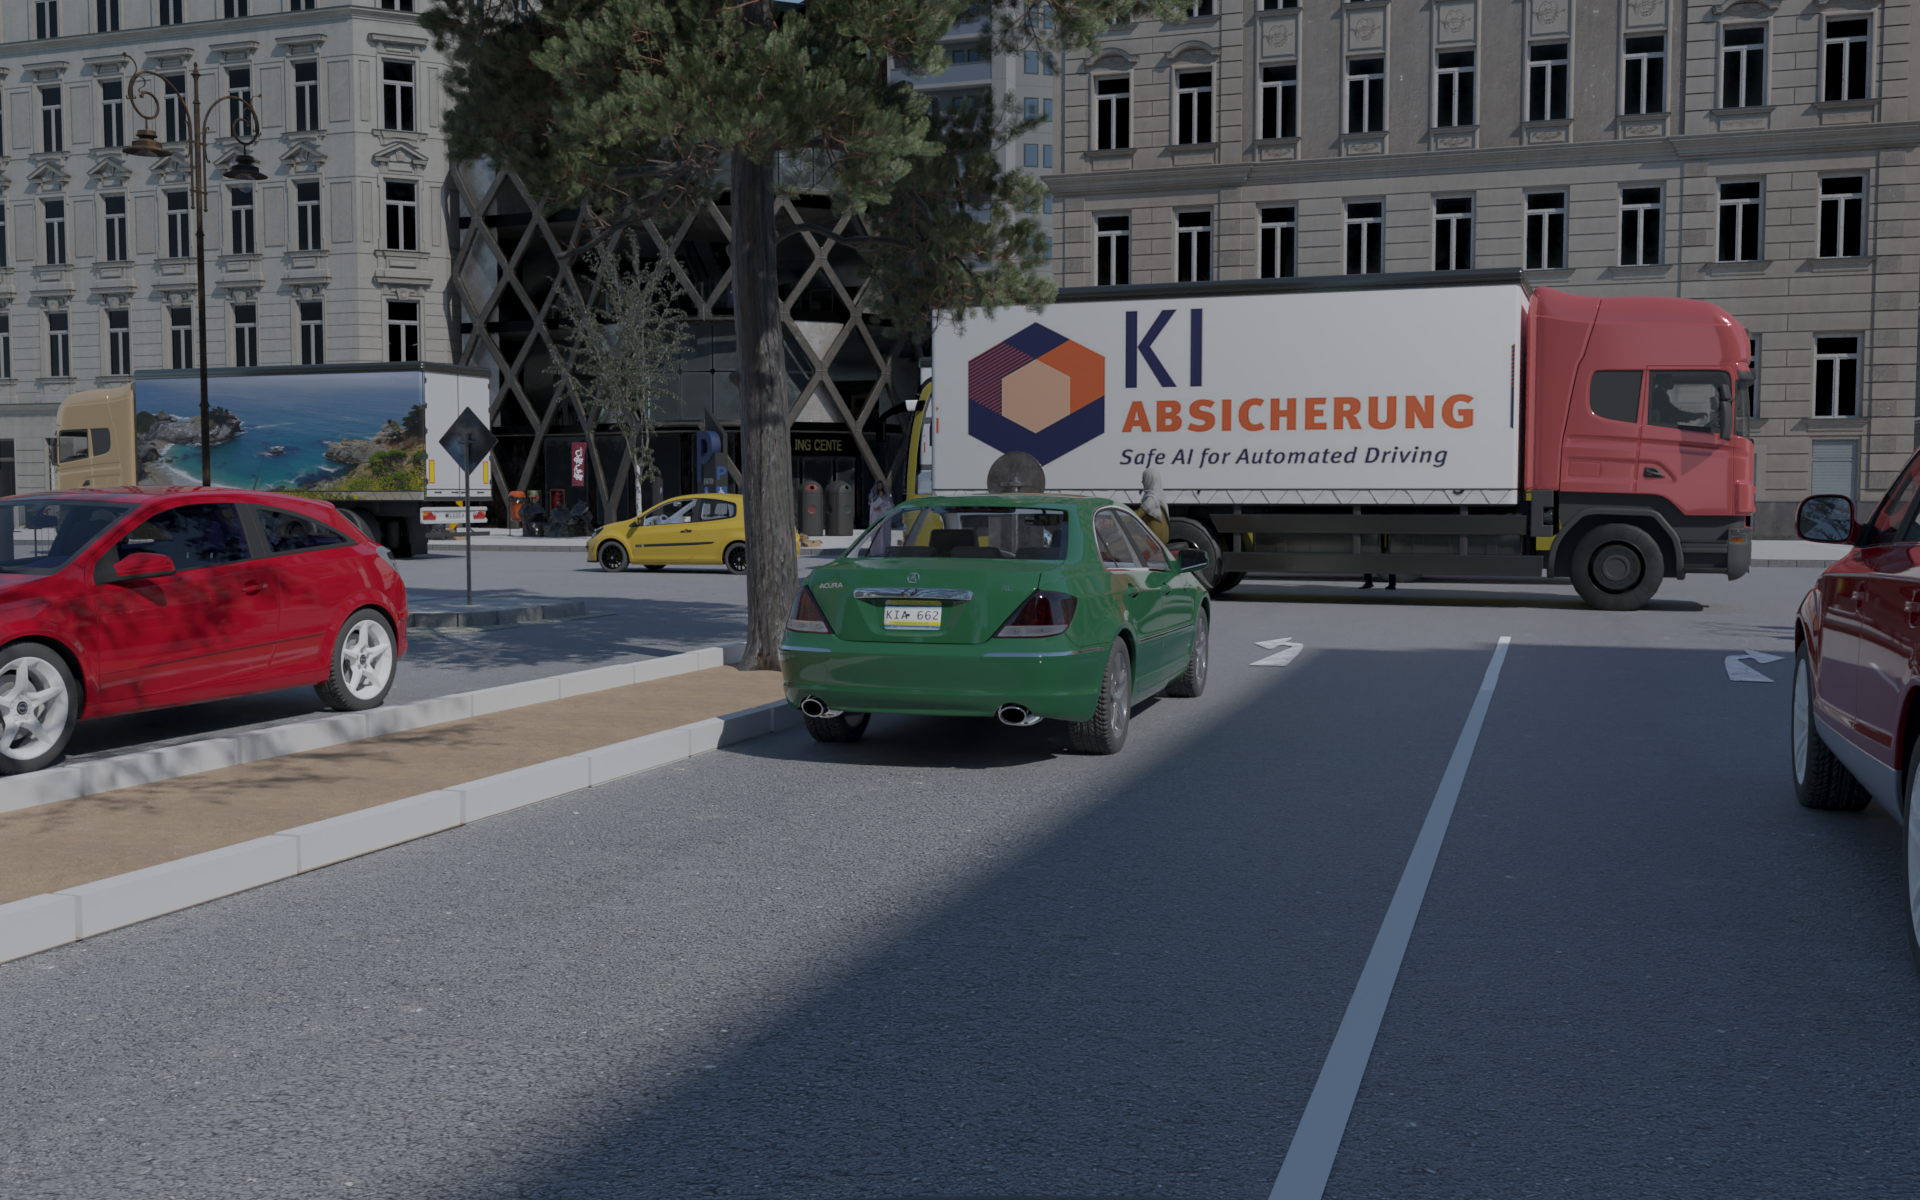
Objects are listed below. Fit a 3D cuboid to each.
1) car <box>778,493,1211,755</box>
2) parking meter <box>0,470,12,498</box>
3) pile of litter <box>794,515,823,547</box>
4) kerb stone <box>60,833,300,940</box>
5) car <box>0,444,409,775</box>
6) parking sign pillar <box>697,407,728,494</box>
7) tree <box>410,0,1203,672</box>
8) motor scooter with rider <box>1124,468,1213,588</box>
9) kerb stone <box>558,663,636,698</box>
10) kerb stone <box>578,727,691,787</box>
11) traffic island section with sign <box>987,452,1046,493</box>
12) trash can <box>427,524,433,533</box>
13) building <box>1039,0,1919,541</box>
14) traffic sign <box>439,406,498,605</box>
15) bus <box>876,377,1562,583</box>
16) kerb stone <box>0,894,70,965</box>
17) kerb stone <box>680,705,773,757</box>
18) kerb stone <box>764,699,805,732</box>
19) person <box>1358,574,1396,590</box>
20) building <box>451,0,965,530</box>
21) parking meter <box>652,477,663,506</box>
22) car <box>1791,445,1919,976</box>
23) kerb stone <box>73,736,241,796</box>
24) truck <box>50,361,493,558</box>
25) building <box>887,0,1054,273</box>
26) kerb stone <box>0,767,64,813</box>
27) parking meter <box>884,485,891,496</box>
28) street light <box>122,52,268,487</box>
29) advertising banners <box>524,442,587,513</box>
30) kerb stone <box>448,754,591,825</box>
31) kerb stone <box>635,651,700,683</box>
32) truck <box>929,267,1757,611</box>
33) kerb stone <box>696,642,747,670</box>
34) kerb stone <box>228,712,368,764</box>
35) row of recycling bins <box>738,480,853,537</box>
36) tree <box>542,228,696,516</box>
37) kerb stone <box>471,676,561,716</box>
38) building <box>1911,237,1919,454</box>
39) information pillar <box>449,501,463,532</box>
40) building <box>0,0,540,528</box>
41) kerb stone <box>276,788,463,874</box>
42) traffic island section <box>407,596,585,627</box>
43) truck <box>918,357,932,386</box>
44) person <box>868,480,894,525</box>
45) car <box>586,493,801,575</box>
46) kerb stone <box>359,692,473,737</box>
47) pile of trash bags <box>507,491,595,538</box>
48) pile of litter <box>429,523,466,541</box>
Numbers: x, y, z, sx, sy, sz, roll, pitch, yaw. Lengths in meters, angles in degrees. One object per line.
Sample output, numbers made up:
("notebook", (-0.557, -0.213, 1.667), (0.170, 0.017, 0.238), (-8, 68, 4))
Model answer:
("car", (0.437, 0.040, 11.138), (2.131, 1.459, 4.920), (1, 4, 17))
("parking meter", (-10.102, -0.593, 18.103), (0.372, 1.533, 0.369), (0, 3, 0))
("pile of litter", (-3.940, -1.741, 42.432), (1.176, 0.858, 1.719), (0, 4, 4))
("kerb stone", (-2.708, 0.992, 6.045), (0.120, 0.150, 1.000), (1, 4, 19))
("car", (-5.206, -0.080, 10.346), (2.155, 1.783, 4.494), (1, 4, 18))
("parking sign pillar", (-7.591, -3.953, 53.110), (1.447, 3.967, 1.447), (-2, 4, -33))
("tree", (-1.628, -6.370, 14.036), (7.806, 13.903, 7.818), (0, 3, 0))
("motor scooter with rider", (2.016, -0.703, 20.464), (1.986, 1.779, 0.876), (1, 4, 20))
("kerb stone", (-2.673, 0.590, 12.549), (0.120, 0.150, 1.000), (1, 4, 19))
("kerb stone", (-1.693, 0.811, 8.952), (0.120, 0.150, 1.000), (1, 4, 19))
("traffic island section with sign", (0.398, -0.611, 18.130), (2.006, 1.907, 1.989), (1, 4, 19))
("trash can", (-15.920, -2.490, 52.362), (0.748, 1.137, 0.748), (0, 3, 0))
("building", (16.099, -15.773, 55.147), (25.104, 27.353, 12.463), (1, 4, 19))
("traffic sign", (-5.655, -0.995, 19.910), (0.795, 2.450, 0.064), (1, 4, 19))
("bus", (4.769, -2.338, 29.771), (12.252, 3.916, 2.896), (1, 4, 19))
("kerb stone", (-3.044, 1.047, 5.074), (0.120, 0.150, 1.000), (1, 4, 19))
("kerb stone", (-1.357, 0.752, 9.924), (0.120, 0.150, 1.000), (1, 4, 19))
("kerb stone", (-1.013, 0.691, 10.904), (0.120, 0.150, 1.000), (1, 4, 19))
("person", (6.256, -0.938, 26.042), (0.590, 1.554, 0.614), (3, 5, 45))
("building", (-8.574, -12.204, 66.995), (16.811, 18.784, 16.820), (1, 4, 19))
("parking meter", (-10.177, -3.219, 58.341), (0.255, 1.863, 0.399), (1, 4, 11))
("car", (4.249, 0.159, 6.074), (2.281, 1.827, 5.304), (1, 4, 20))
("kerb stone", (-4.019, 0.833, 8.656), (0.120, 0.150, 1.000), (1, 4, 19))
("truck", (-16.106, -3.096, 39.528), (11.283, 4.237, 2.839), (1, 4, 20))
("building", (3.308, -35.717, 125.964), (21.231, 58.520, 28.212), (1, 4, 19))
("kerb stone", (-4.356, 0.895, 7.689), (0.120, 0.150, 1.000), (1, 4, 19))
("parking meter", (-2.069, -2.387, 47.442), (0.372, 1.533, 0.369), (0, 3, 0))
("street light", (-8.176, -2.808, 18.700), (0.468, 5.910, 1.993), (1, 4, 19))
("advertising banners", (-13.549, -3.788, 58.122), (2.074, 3.025, 0.090), (-1, 4, -18))
("kerb stone", (-2.031, 0.869, 7.984), (0.120, 0.150, 1.000), (1, 4, 19))
("kerb stone", (-2.337, 0.538, 13.517), (0.120, 0.150, 1.000), (1, 4, 19))
("truck", (5.237, -2.105, 23.332), (11.283, 4.237, 2.839), (1, 4, 21))
("kerb stone", (-2.003, 0.471, 14.487), (0.120, 0.150, 1.000), (1, 4, 19))
("kerb stone", (-3.681, 0.770, 9.631), (0.120, 0.150, 1.000), (1, 4, 19))
("row of recycling bins", (-4.983, -2.772, 52.436), (3.534, 1.692, 1.069), (-1, 4, -22))
("tree", (-8.963, -5.916, 47.084), (4.360, 8.622, 3.978), (0, 3, 0))
("kerb stone", (-3.008, 0.651, 11.578), (0.120, 0.150, 1.000), (1, 4, 19))
("building", (45.708, -13.884, 46.091), (34.723, 24.649, 14.460), (1, 4, 19))
("information pillar", (-15.076, -3.690, 51.679), (0.183, 3.616, 0.504), (2, 4, 30))
("building", (-37.505, -18.349, 76.424), (44.131, 29.872, 17.030), (1, 4, 19))
("kerb stone", (-2.378, 0.930, 7.020), (0.120, 0.150, 1.000), (1, 4, 19))
("traffic island section", (-5.680, 0.141, 19.979), (2.009, 0.180, 2.903), (1, 4, 19))
("truck", (4.847, -2.809, 34.840), (11.283, 4.237, 2.839), (1, 4, 19))
("person", (-1.739, -1.747, 37.733), (0.551, 1.740, 0.621), (-2, 4, -33))
("car", (-4.946, -1.324, 31.868), (3.980, 1.641, 2.015), (1, 4, 20))
("kerb stone", (-3.347, 0.709, 10.611), (0.120, 0.150, 1.000), (1, 4, 19))
("pile of trash bags", (-12.592, -2.613, 52.469), (3.447, 1.369, 1.912), (3, 5, 39))
("pile of litter", (-14.359, -2.115, 48.541), (1.176, 0.858, 1.719), (0, 4, -8))
